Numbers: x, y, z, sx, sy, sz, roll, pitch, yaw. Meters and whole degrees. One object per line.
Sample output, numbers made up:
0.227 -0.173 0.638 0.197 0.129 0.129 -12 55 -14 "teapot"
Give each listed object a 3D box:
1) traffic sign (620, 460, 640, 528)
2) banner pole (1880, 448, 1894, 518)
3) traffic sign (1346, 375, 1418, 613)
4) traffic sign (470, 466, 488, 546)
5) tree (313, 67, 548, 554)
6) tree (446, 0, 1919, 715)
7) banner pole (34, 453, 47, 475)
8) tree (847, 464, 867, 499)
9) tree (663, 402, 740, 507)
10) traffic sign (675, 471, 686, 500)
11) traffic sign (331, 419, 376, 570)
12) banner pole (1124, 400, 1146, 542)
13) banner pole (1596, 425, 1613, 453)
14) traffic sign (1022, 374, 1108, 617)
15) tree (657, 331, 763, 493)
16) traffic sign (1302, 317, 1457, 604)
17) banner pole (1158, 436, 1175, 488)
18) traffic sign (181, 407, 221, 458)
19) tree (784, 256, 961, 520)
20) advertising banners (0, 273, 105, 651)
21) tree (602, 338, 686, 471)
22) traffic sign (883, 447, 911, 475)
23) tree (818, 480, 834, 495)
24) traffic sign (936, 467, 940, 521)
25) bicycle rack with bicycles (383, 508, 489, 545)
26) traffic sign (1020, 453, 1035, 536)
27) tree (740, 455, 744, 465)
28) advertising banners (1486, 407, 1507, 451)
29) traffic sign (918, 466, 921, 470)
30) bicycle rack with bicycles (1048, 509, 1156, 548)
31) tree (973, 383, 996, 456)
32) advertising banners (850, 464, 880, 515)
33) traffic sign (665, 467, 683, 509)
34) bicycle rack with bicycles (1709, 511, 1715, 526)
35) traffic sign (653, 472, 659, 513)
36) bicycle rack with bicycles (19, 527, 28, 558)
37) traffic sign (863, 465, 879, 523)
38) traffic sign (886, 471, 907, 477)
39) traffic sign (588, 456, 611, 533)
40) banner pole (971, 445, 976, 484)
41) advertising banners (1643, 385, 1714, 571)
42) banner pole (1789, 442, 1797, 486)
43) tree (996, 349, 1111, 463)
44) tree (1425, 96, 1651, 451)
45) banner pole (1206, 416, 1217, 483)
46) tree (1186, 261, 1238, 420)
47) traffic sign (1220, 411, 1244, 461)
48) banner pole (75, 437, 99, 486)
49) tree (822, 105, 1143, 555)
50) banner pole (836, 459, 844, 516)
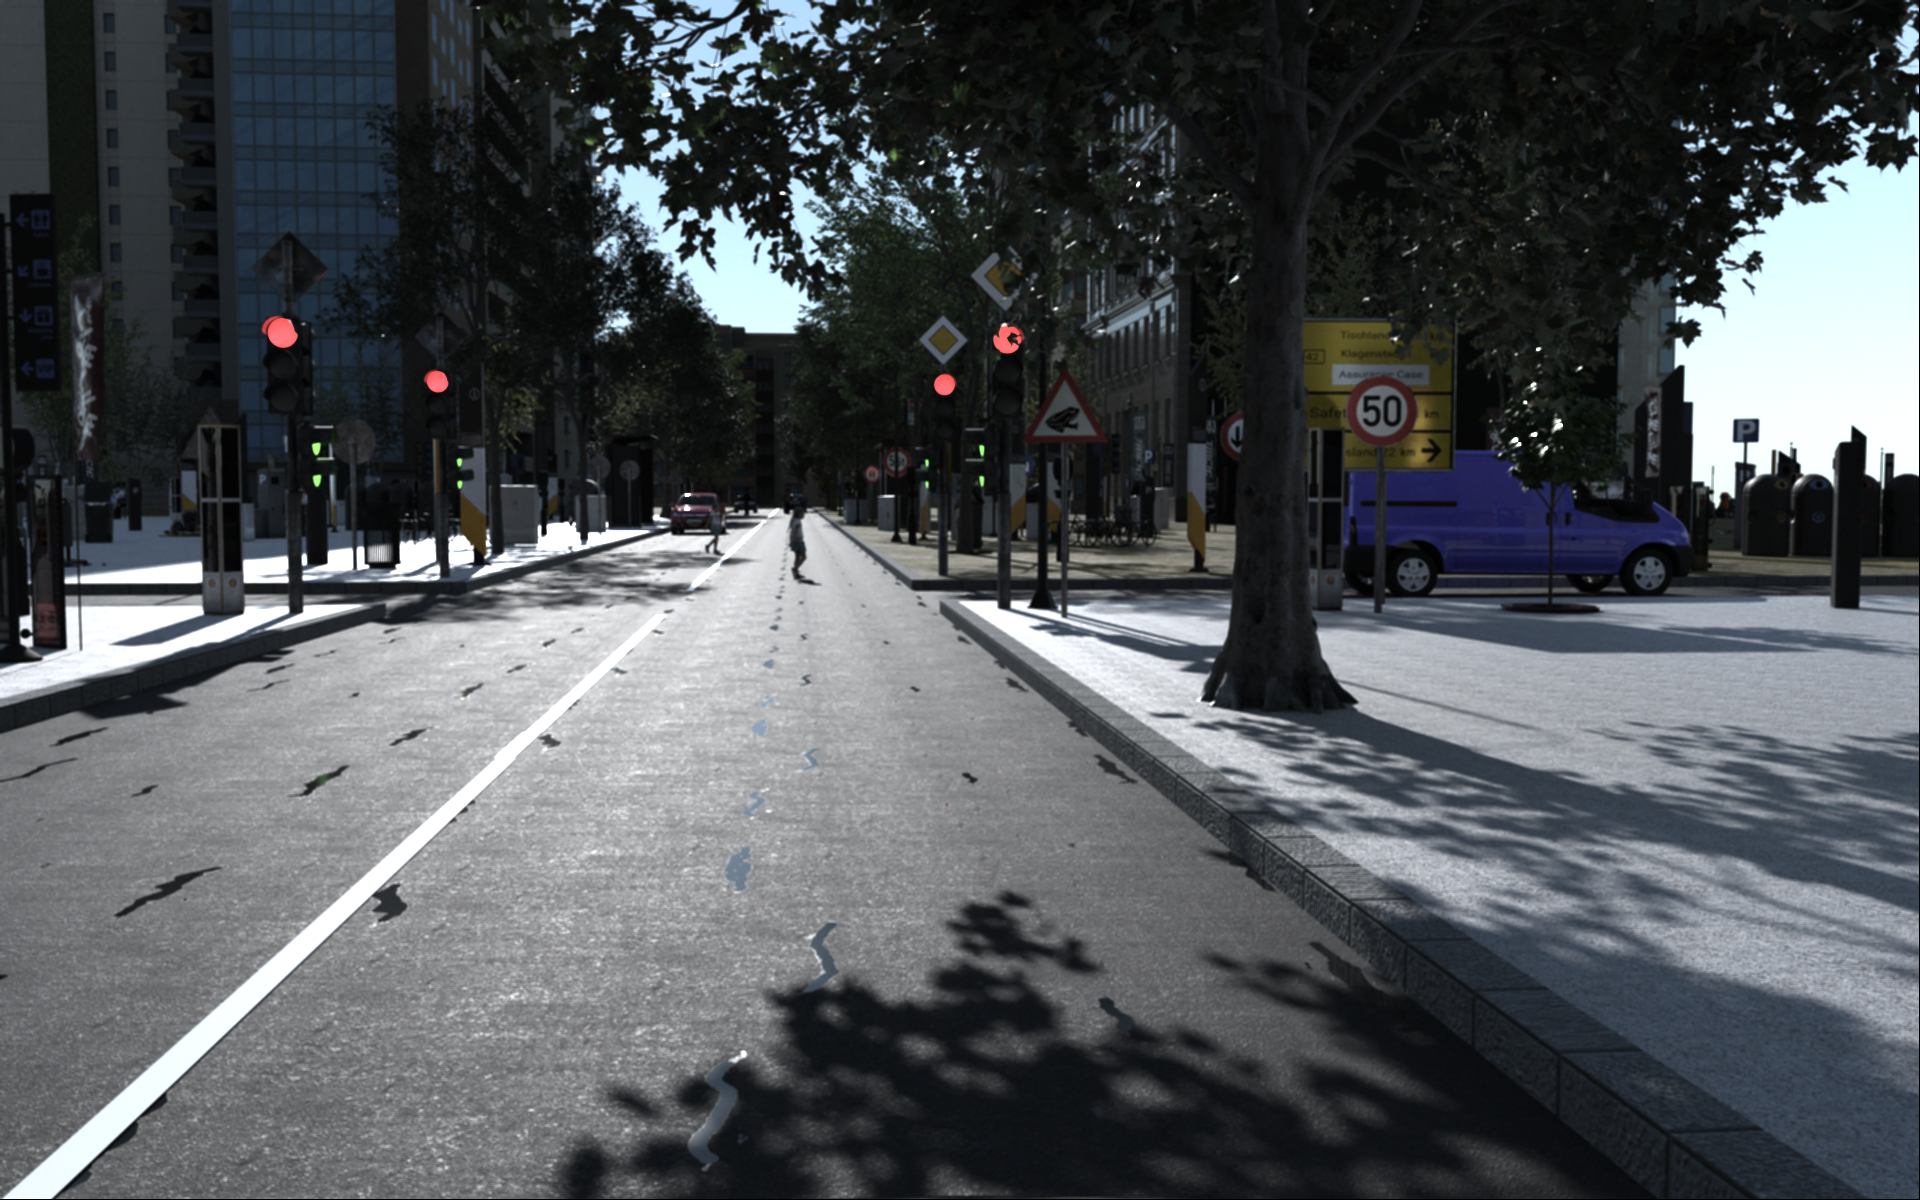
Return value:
-12.400 -3.970 65.021 0.768 2.556 0.104 0 4 3 "traffic sign"
49.818 -6.312 93.218 0.401 3.779 0.863 -3 5 -41 "banner pole"
4.516 -1.133 18.629 0.768 2.556 0.104 0 4 2 "traffic sign"
-12.008 -2.597 42.470 0.884 2.594 0.081 0 4 -4 "traffic sign"
-9.854 -6.291 37.269 8.767 10.594 7.601 1 4 11 "tree"
1.909 -5.698 10.168 9.611 12.733 9.660 0 3 0 "tree"
-52.200 -6.618 98.225 0.863 3.779 0.401 -1 4 -17 "banner pole"
-5.365 -6.082 94.040 1.663 3.219 1.824 0 3 0 "tree"
-17.689 -9.913 112.438 4.737 8.622 4.395 0 3 0 "tree"
-13.909 -5.156 85.489 0.795 2.450 0.064 0 4 -1 "traffic sign"
-10.275 -1.788 29.343 0.768 2.556 0.104 0 4 1 "traffic sign"
4.673 -3.437 46.204 0.401 3.779 0.863 -3 4 -37 "banner pole"
21.461 -4.143 57.753 0.863 3.779 0.401 1 4 17 "banner pole"
1.084 -1.097 17.948 0.884 2.594 0.081 0 4 2 "traffic sign"
-17.612 -12.408 120.996 7.486 12.596 7.792 0 3 0 "tree"
4.601 -1.601 20.046 2.265 3.308 0.079 0 4 -3 "traffic sign"
8.857 -5.200 75.034 0.863 3.779 0.401 0 4 3 "banner pole"
-11.205 -1.585 25.916 0.884 2.594 0.081 0 4 -3 "traffic sign"
-4.535 -11.046 87.252 9.857 13.997 8.962 0 3 0 "tree"
-7.620 -1.113 14.383 2.074 3.025 0.090 2 4 35 "advertising banners"
-14.526 -7.937 80.131 4.360 8.622 3.978 0 3 0 "tree"
-1.711 -2.870 47.034 0.768 2.556 0.104 0 4 -1 "traffic sign"
-12.978 -10.758 170.499 1.663 3.219 1.824 0 3 0 "tree"
-1.032 -5.027 82.188 0.884 2.594 0.081 0 4 1 "traffic sign"
-13.713 -1.940 45.104 2.852 0.926 2.925 -3 5 -41 "bicycle rack with bicycles"
1.891 -3.230 52.924 0.768 2.556 0.104 0 4 -5 "traffic sign"
-22.872 -13.522 171.444 4.737 8.622 4.395 0 3 0 "tree"
10.071 -2.351 34.634 2.074 3.025 0.090 -1 4 -17 "advertising banners"
-1.523 -4.643 76.017 0.768 2.556 0.104 0 4 -5 "traffic sign"
3.559 -1.775 42.412 2.925 0.926 2.852 -2 4 -27 "bicycle rack with bicycles"
2.124 -9.217 101.054 4.737 8.622 4.395 0 3 0 "tree"
-5.311 -6.182 97.265 2.074 3.025 0.090 -2 4 -25 "advertising banners"
-13.902 -5.147 84.164 0.884 2.594 0.081 0 4 -5 "traffic sign"
28.272 -3.359 68.296 2.925 0.926 2.852 3 5 40 "bicycle rack with bicycles"
-17.451 -6.008 98.338 0.768 2.556 0.104 0 4 -2 "traffic sign"
-20.061 -1.308 34.771 2.852 0.926 2.925 -3 4 -38 "bicycle rack with bicycles"
-3.901 -4.698 76.914 0.768 2.556 0.104 0 3 0 "traffic sign"
-1.908 -3.204 52.484 0.768 2.556 0.104 0 4 1 "traffic sign"
-11.948 -3.503 57.381 0.768 2.556 0.104 0 4 4 "traffic sign"
0.516 -4.892 70.000 0.401 3.779 0.863 -1 4 -19 "banner pole"
11.770 -1.972 28.422 2.074 3.025 0.090 -3 4 -36 "advertising banners"
40.053 -5.708 83.344 0.401 3.779 0.863 0 4 3 "banner pole"
5.132 -8.273 85.620 4.737 8.622 4.395 0 3 0 "tree"
10.220 -4.958 31.430 4.360 8.622 3.978 0 3 0 "tree"
6.881 -3.599 48.861 0.863 3.779 0.401 2 4 34 "banner pole"
9.372 -6.415 55.249 4.737 8.622 4.395 0 3 0 "tree"
4.385 -1.632 26.787 0.768 2.556 0.104 0 4 -5 "traffic sign"
-28.390 -4.069 56.538 0.863 3.779 0.401 0 4 3 "banner pole"
0.260 -6.797 36.892 9.928 11.665 9.643 0 3 0 "tree"
-6.862 -6.718 99.862 0.401 3.779 0.863 3 4 38 "banner pole"
